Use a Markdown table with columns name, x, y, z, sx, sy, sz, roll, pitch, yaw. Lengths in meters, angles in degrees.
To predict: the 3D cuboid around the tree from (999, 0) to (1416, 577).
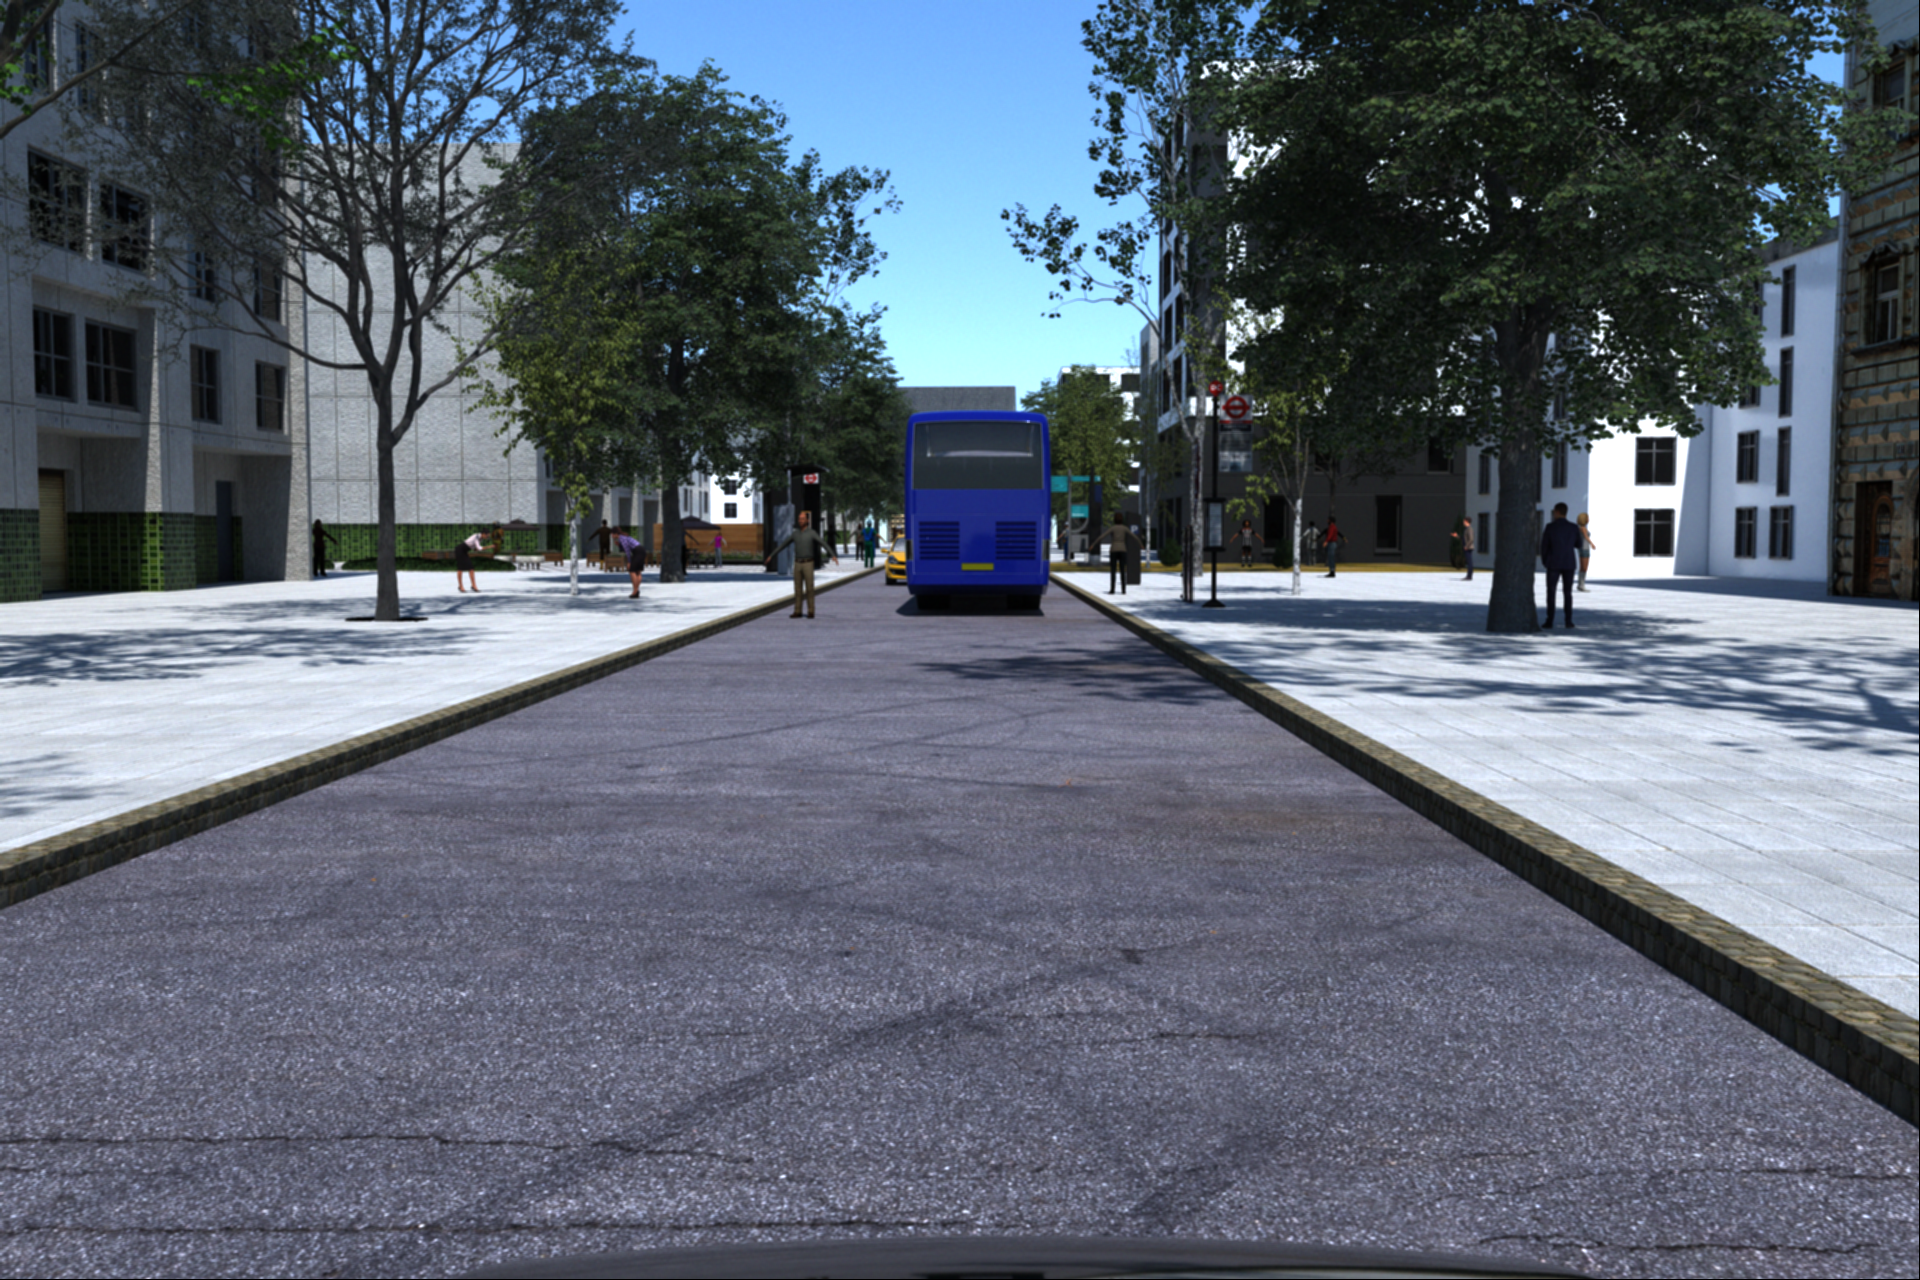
| name | x | y | z | sx | sy | sz | roll | pitch | yaw |
| --- | --- | --- | --- | --- | --- | --- | --- | --- | --- |
| tree | 7.655 | -12.042 | 52.772 | 12.611 | 20.169 | 13.585 | 0 | 3 | 0 |

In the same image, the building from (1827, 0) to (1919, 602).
| name | x | y | z | sx | sy | sz | roll | pitch | yaw |
| --- | --- | --- | --- | --- | --- | --- | --- | --- | --- |
| building | 27.288 | -11.950 | 26.305 | 19.493 | 23.208 | 18.063 | 0 | 3 | 0 |

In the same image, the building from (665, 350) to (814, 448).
| name | x | y | z | sx | sy | sz | roll | pitch | yaw |
| --- | --- | --- | --- | --- | --- | --- | --- | --- | --- |
| building | -26.317 | -22.767 | 203.175 | 19.493 | 23.208 | 18.063 | 0 | 4 | 0 |

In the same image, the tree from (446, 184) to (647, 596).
| name | x | y | z | sx | sy | sz | roll | pitch | yaw |
| --- | --- | --- | --- | --- | --- | --- | --- | --- | --- |
| tree | -8.239 | -5.224 | 35.772 | 4.737 | 8.622 | 4.395 | 0 | 3 | 0 |

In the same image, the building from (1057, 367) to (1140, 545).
| name | x | y | z | sx | sy | sz | roll | pitch | yaw |
| --- | --- | --- | --- | --- | --- | --- | --- | --- | --- |
| building | 26.574 | -23.464 | 227.606 | 27.936 | 21.610 | 32.646 | 0 | 4 | 1 |

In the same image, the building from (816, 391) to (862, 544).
| name | x | y | z | sx | sy | sz | roll | pitch | yaw |
| --- | --- | --- | --- | --- | --- | --- | --- | --- | --- |
| building | -22.368 | -22.251 | 230.257 | 16.747 | 18.905 | 31.486 | 0 | 4 | 1 |

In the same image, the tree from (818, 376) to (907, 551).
| name | x | y | z | sx | sy | sz | roll | pitch | yaw |
| --- | --- | --- | --- | --- | --- | --- | --- | --- | --- |
| tree | -7.312 | -13.610 | 132.890 | 12.009 | 13.543 | 11.850 | 0 | 3 | 0 |

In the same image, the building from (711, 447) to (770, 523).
| name | x | y | z | sx | sy | sz | roll | pitch | yaw |
| --- | --- | --- | --- | --- | --- | --- | --- | --- | --- |
| building | -24.243 | -14.568 | 180.341 | 9.099 | 9.664 | 28.070 | 0 | 4 | 1 |

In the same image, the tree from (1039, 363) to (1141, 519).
| name | x | y | z | sx | sy | sz | roll | pitch | yaw |
| --- | --- | --- | --- | --- | --- | --- | --- | --- | --- |
| tree | 8.450 | -12.071 | 115.490 | 7.486 | 12.596 | 7.792 | 0 | 3 | 0 |

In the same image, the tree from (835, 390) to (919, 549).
| name | x | y | z | sx | sy | sz | roll | pitch | yaw |
| --- | --- | --- | --- | --- | --- | --- | --- | --- | --- |
| tree | -7.452 | -15.013 | 152.116 | 9.857 | 13.997 | 8.962 | 0 | 3 | 0 |

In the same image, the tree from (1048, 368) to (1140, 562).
| name | x | y | z | sx | sy | sz | roll | pitch | yaw |
| --- | --- | --- | --- | --- | --- | --- | --- | --- | --- |
| tree | 5.812 | -7.698 | 76.222 | 4.737 | 8.622 | 4.395 | 0 | 3 | 0 |

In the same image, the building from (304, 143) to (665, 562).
| name | x | y | z | sx | sy | sz | roll | pitch | yaw |
| --- | --- | --- | --- | --- | --- | --- | --- | --- | --- |
| building | -27.385 | -13.944 | 94.446 | 16.747 | 18.905 | 31.486 | 0 | 4 | 1 |

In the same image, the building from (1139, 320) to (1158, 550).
| name | x | y | z | sx | sy | sz | roll | pitch | yaw |
| --- | --- | --- | --- | --- | --- | --- | --- | --- | --- |
| building | 24.012 | -16.485 | 135.993 | 16.747 | 18.905 | 31.486 | 0 | 4 | 0 |

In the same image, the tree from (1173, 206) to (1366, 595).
| name | x | y | z | sx | sy | sz | roll | pitch | yaw |
| --- | --- | --- | --- | --- | --- | --- | --- | --- | --- |
| tree | 6.922 | -5.256 | 36.294 | 4.737 | 8.622 | 4.395 | 0 | 3 | 0 |

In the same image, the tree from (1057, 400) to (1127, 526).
| name | x | y | z | sx | sy | sz | roll | pitch | yaw |
| --- | --- | --- | --- | --- | --- | --- | --- | --- | --- |
| tree | 7.409 | -8.817 | 94.514 | 4.737 | 8.622 | 4.395 | 0 | 3 | 0 |

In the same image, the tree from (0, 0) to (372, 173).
| name | x | y | z | sx | sy | sz | roll | pitch | yaw |
| --- | --- | --- | --- | --- | --- | --- | --- | --- | --- |
| tree | -8.455 | -5.380 | 13.713 | 9.928 | 11.665 | 9.643 | 0 | 3 | 0 |

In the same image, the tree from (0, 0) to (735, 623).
| name | x | y | z | sx | sy | sz | roll | pitch | yaw |
| --- | --- | --- | --- | --- | --- | --- | --- | --- | --- |
| tree | -8.427 | -7.032 | 25.348 | 12.009 | 13.543 | 11.850 | 0 | 3 | 0 |

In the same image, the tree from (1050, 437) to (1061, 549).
| name | x | y | z | sx | sy | sz | roll | pitch | yaw |
| --- | --- | --- | --- | --- | --- | --- | --- | --- | --- |
| tree | 8.442 | -13.126 | 149.021 | 8.767 | 10.594 | 7.601 | -2 | 4 | -25 |

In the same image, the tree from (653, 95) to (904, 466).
| name | x | y | z | sx | sy | sz | roll | pitch | yaw |
| --- | --- | --- | --- | --- | --- | --- | --- | --- | --- |
| tree | -8.886 | -13.574 | 77.822 | 12.611 | 20.169 | 13.585 | 0 | 3 | 0 |

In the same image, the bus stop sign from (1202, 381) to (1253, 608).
| name | x | y | z | sx | sy | sz | roll | pitch | yaw |
| --- | --- | --- | --- | --- | --- | --- | --- | --- | --- |
| bus stop sign | 4.665 | -2.539 | 30.220 | 0.855 | 3.939 | 0.416 | 0 | 4 | 1 |

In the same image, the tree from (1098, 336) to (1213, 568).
| name | x | y | z | sx | sy | sz | roll | pitch | yaw |
| --- | --- | --- | --- | --- | --- | --- | --- | --- | --- |
| tree | 6.866 | -7.010 | 64.980 | 4.360 | 8.622 | 3.978 | 0 | 3 | 0 |

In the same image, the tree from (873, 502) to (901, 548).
| name | x | y | z | sx | sy | sz | roll | pitch | yaw |
| --- | --- | --- | --- | --- | --- | --- | --- | --- | --- |
| tree | -6.692 | -13.053 | 163.774 | 4.360 | 8.622 | 3.978 | 0 | 3 | 0 |

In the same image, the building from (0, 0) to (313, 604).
| name | x | y | z | sx | sy | sz | roll | pitch | yaw |
| --- | --- | --- | --- | --- | --- | --- | --- | --- | --- |
| building | -26.056 | -10.072 | 31.137 | 16.747 | 18.905 | 31.486 | 0 | 3 | 0 |

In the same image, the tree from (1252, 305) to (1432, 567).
| name | x | y | z | sx | sy | sz | roll | pitch | yaw |
| --- | --- | --- | --- | --- | --- | --- | --- | --- | --- |
| tree | 14.704 | -8.120 | 67.174 | 7.601 | 10.594 | 8.767 | 0 | 4 | -5 |

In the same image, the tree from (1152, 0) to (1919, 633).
| name | x | y | z | sx | sy | sz | roll | pitch | yaw |
| --- | --- | --- | --- | --- | --- | --- | --- | --- | --- |
| tree | 7.214 | -7.086 | 22.509 | 9.857 | 13.997 | 8.962 | 0 | 3 | 0 |

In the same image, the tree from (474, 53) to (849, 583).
| name | x | y | z | sx | sy | sz | roll | pitch | yaw |
| --- | --- | --- | --- | --- | --- | --- | --- | --- | --- |
| tree | -7.711 | -8.482 | 45.335 | 9.857 | 13.997 | 8.962 | 0 | 3 | 0 |

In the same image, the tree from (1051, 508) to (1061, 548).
| name | x | y | z | sx | sy | sz | roll | pitch | yaw |
| --- | --- | --- | --- | --- | --- | --- | --- | --- | --- |
| tree | 8.726 | -12.860 | 160.624 | 4.737 | 8.622 | 4.395 | 0 | 3 | 0 |

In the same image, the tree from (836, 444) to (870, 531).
| name | x | y | z | sx | sy | sz | roll | pitch | yaw |
| --- | --- | --- | --- | --- | --- | --- | --- | --- | --- |
| tree | -7.203 | -10.404 | 120.464 | 4.360 | 8.622 | 3.978 | 0 | 3 | 0 |

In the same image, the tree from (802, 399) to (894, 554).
| name | x | y | z | sx | sy | sz | roll | pitch | yaw |
| --- | --- | --- | --- | --- | --- | --- | --- | --- | --- |
| tree | -7.685 | -10.841 | 111.668 | 7.601 | 10.594 | 8.767 | 0 | 4 | 7 |

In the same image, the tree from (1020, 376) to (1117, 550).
| name | x | y | z | sx | sy | sz | roll | pitch | yaw |
| --- | --- | --- | --- | --- | --- | --- | --- | --- | --- |
| tree | 8.230 | -14.165 | 138.259 | 9.857 | 13.997 | 8.962 | 0 | 3 | 0 |

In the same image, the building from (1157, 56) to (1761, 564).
| name | x | y | z | sx | sy | sz | roll | pitch | yaw |
| --- | --- | --- | --- | --- | --- | --- | --- | --- | --- |
| building | 24.107 | -15.098 | 90.834 | 27.936 | 21.610 | 32.646 | 0 | 4 | 1 |

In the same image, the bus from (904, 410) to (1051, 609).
| name | x | y | z | sx | sy | sz | roll | pitch | yaw |
| --- | --- | --- | --- | --- | --- | --- | --- | --- | --- |
| bus | 0.403 | -2.707 | 35.806 | 2.896 | 3.916 | 12.251 | 0 | 4 | 1 |

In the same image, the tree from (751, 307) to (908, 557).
| name | x | y | z | sx | sy | sz | roll | pitch | yaw |
| --- | --- | --- | --- | --- | --- | --- | --- | --- | --- |
| tree | -7.229 | -11.590 | 96.150 | 9.857 | 13.997 | 8.962 | 0 | 3 | 0 |

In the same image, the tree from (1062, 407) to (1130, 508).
| name | x | y | z | sx | sy | sz | roll | pitch | yaw |
| --- | --- | --- | --- | --- | --- | --- | --- | --- | --- |
| tree | 7.888 | -9.165 | 100.209 | 4.360 | 8.622 | 3.978 | 0 | 3 | 0 |

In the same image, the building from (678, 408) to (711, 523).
| name | x | y | z | sx | sy | sz | roll | pitch | yaw |
| --- | --- | --- | --- | --- | --- | --- | --- | --- | --- |
| building | -22.555 | -11.262 | 126.280 | 9.099 | 9.664 | 28.070 | 0 | 4 | 1 |

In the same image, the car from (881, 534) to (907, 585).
| name | x | y | z | sx | sy | sz | roll | pitch | yaw |
| --- | --- | --- | --- | --- | --- | --- | --- | --- | --- |
| car | -1.239 | -2.417 | 49.750 | 2.015 | 1.641 | 3.980 | 0 | 3 | 0 |

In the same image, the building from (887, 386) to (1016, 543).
| name | x | y | z | sx | sy | sz | roll | pitch | yaw |
| --- | --- | --- | --- | --- | --- | --- | --- | --- | --- |
| building | -0.851 | -25.848 | 256.002 | 18.063 | 23.208 | 19.493 | 0 | 4 | 4 |

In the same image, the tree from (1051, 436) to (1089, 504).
| name | x | y | z | sx | sy | sz | roll | pitch | yaw |
| --- | --- | --- | --- | --- | --- | --- | --- | --- | --- |
| tree | 8.169 | -10.918 | 128.876 | 4.360 | 8.622 | 3.978 | 0 | 3 | 0 |

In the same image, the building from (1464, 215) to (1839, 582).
| name | x | y | z | sx | sy | sz | roll | pitch | yaw |
| --- | --- | --- | --- | --- | --- | --- | --- | --- | --- |
| building | 23.981 | -6.823 | 53.706 | 9.099 | 9.664 | 28.070 | 0 | 4 | 1 |
